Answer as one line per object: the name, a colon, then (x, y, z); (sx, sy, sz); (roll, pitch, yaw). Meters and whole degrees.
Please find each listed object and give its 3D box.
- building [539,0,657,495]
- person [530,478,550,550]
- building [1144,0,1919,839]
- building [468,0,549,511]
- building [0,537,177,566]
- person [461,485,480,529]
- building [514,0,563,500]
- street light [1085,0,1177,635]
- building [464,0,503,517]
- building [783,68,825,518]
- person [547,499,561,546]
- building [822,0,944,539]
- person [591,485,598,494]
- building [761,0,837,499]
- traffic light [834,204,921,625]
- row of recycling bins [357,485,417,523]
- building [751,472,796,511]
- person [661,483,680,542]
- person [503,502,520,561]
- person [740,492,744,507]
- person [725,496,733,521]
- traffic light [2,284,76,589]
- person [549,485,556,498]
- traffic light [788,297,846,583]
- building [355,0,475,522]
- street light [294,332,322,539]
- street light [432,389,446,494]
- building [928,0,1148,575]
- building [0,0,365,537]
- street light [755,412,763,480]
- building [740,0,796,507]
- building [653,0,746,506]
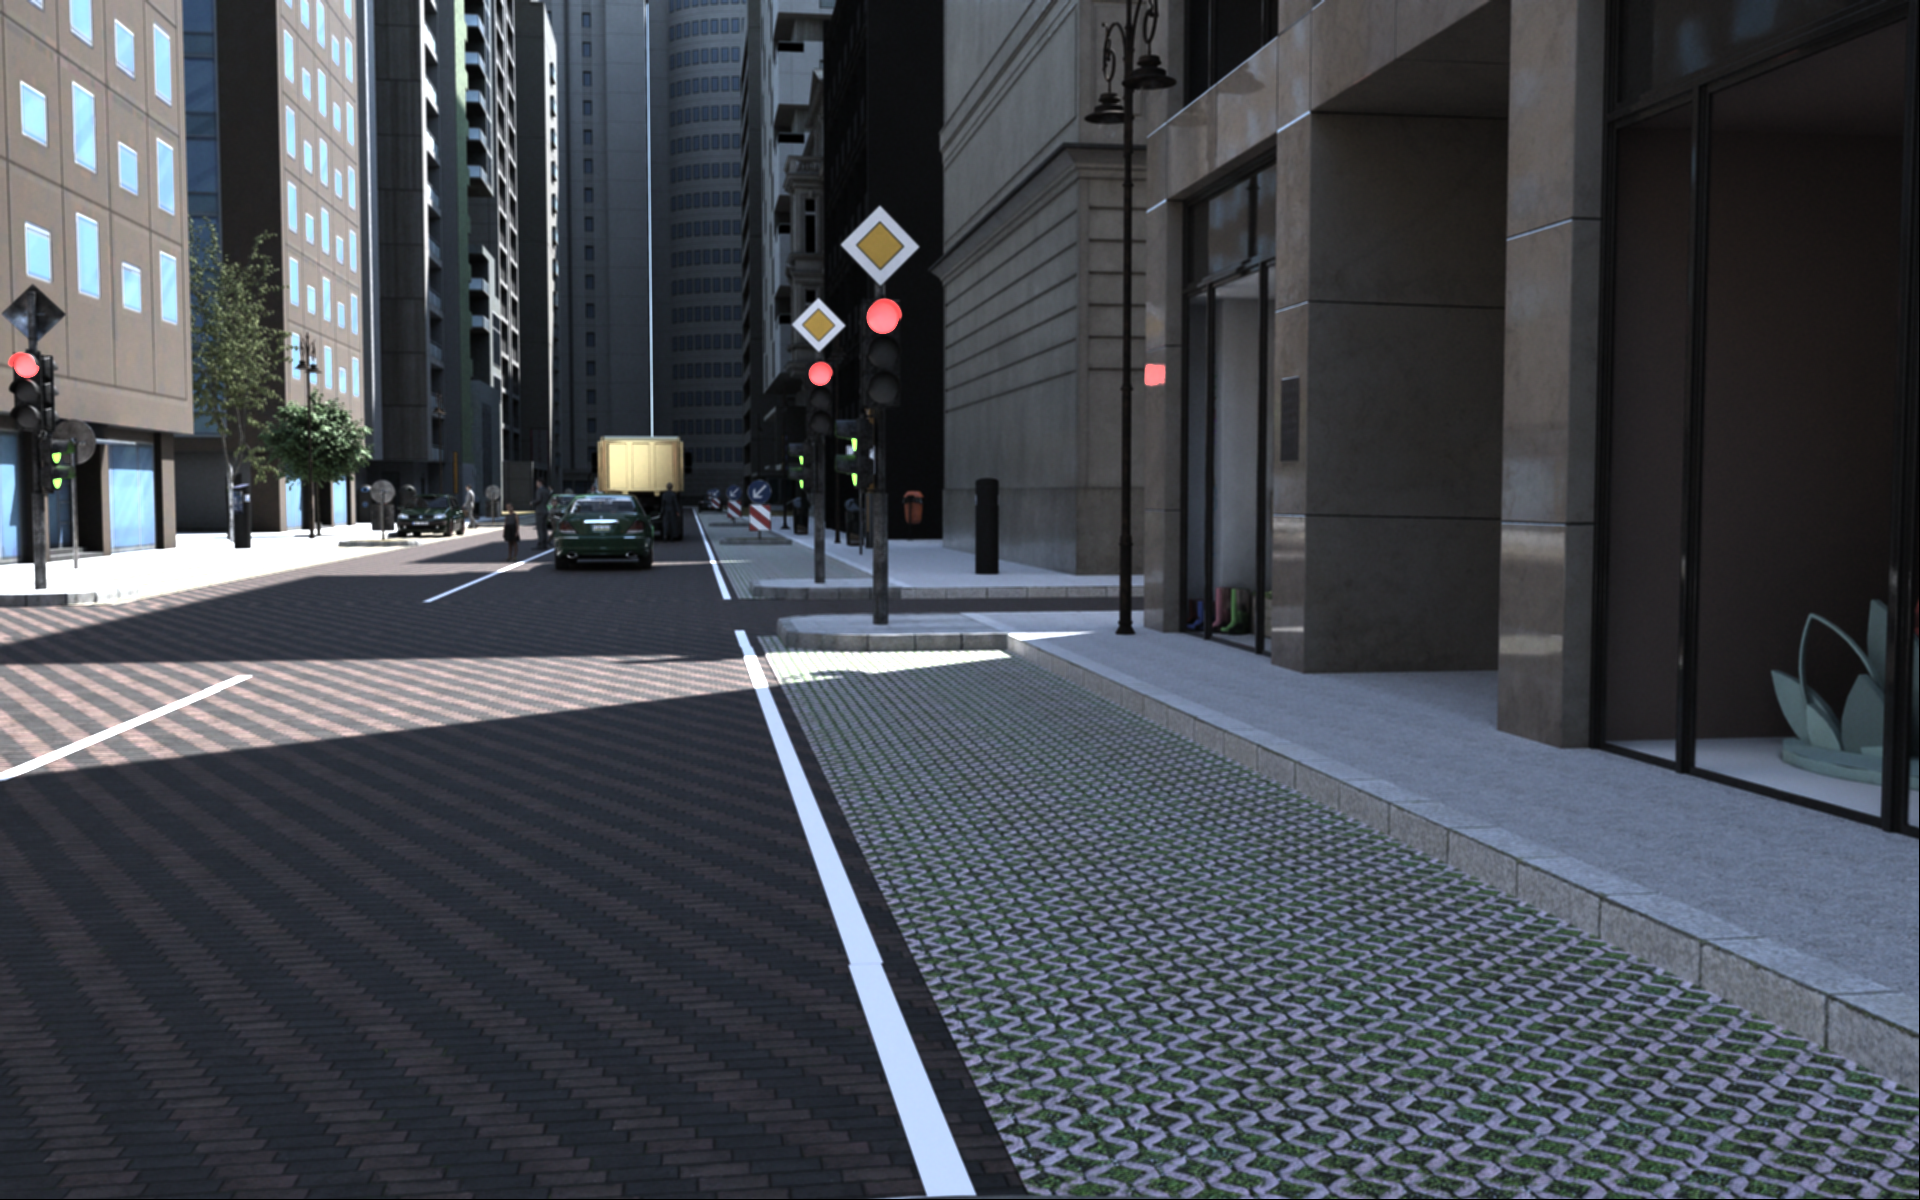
building: (-48.242, -39.606, 189.555); (28.212, 58.520, 21.231); (-1, 4, -9)
person: (-10.904, -2.234, 44.826); (0.447, 1.846, 0.655); (1, 4, 11)
building: (13.892, -11.995, 0.628); (19.350, 26.468, 34.151); (-1, 4, -9)
building: (-43.737, -42.706, 136.487); (20.563, 71.187, 20.611); (-1, 4, -9)
building: (-24.011, -23.362, 32.073); (14.600, 45.320, 14.200); (-1, 4, -9)
person: (-20.136, -3.822, 71.104); (0.853, 1.813, 0.709); (0, 4, -8)
building: (-48.095, -32.684, 158.086); (21.600, 48.544, 21.300); (-1, 4, -9)
street light: (1.516, -2.625, 15.703); (0.468, 5.910, 1.993); (-1, 4, -9)
building: (-40.531, -48.712, 109.108); (22.319, 86.520, 31.000); (-1, 4, -9)
building: (-1.073, -16.116, 82.579); (14.460, 24.649, 34.723); (-1, 4, -9)
person: (-11.118, -2.130, 47.601); (0.640, 1.303, 0.475); (1, 4, 20)
building: (2.283, -13.902, 56.968); (12.332, 23.373, 15.834); (-1, 4, -9)
person: (-14.396, -3.610, 67.918); (0.834, 1.777, 0.661); (-2, 4, -32)
building: (0.680, -32.249, 116.502); (28.713, 52.752, 27.495); (-1, 4, -9)
traffic light: (-0.802, -1.716, 16.981); (0.839, 4.253, 0.868); (-1, 4, -9)
row of recycling bins: (-26.018, -4.281, 77.108); (3.534, 1.692, 1.069); (-1, 4, -13)
building: (-0.859, -27.570, 142.654); (32.217, 40.220, 23.993); (-1, 4, -9)
person: (-8.633, -2.612, 51.630); (0.576, 1.772, 0.534); (0, 4, -7)
person: (-9.579, -1.456, 36.978); (0.362, 1.253, 0.373); (2, 4, 24)
person: (-22.195, -10.364, 178.675); (1.217, 1.735, 0.721); (1, 4, 20)
person: (-12.328, -5.133, 92.990); (0.524, 1.755, 0.480); (-1, 4, -20)
traffic light: (-12.375, -2.099, 23.235); (0.839, 4.253, 0.868); (-1, 4, -9)
person: (-19.283, -4.497, 81.807); (0.755, 1.850, 0.659); (-1, 4, -21)
traffic light: (-2.043, -2.199, 24.870); (0.839, 4.253, 0.868); (-1, 4, -9)
building: (-32.020, -24.512, 84.370); (14.154, 41.232, 14.086); (-1, 4, -9)
street light: (-18.622, -4.697, 49.591); (0.468, 5.910, 1.993); (-1, 4, -9)
street light: (-22.786, -6.309, 75.946); (0.468, 5.910, 1.993); (-1, 4, -9)
building: (14.767, -12.398, 35.984); (30.059, 22.955, 16.112); (-1, 4, -9)
building: (-30.246, -25.201, 62.151); (14.600, 45.320, 14.200); (-1, 4, -9)
street light: (-11.362, -7.655, 97.940); (0.468, 5.910, 1.993); (-1, 4, -9)
building: (-9.605, -33.050, 164.062); (21.300, 48.544, 21.600); (-1, 4, -9)
building: (-20.364, -39.870, 193.875); (28.212, 58.520, 21.231); (-1, 4, -9)
